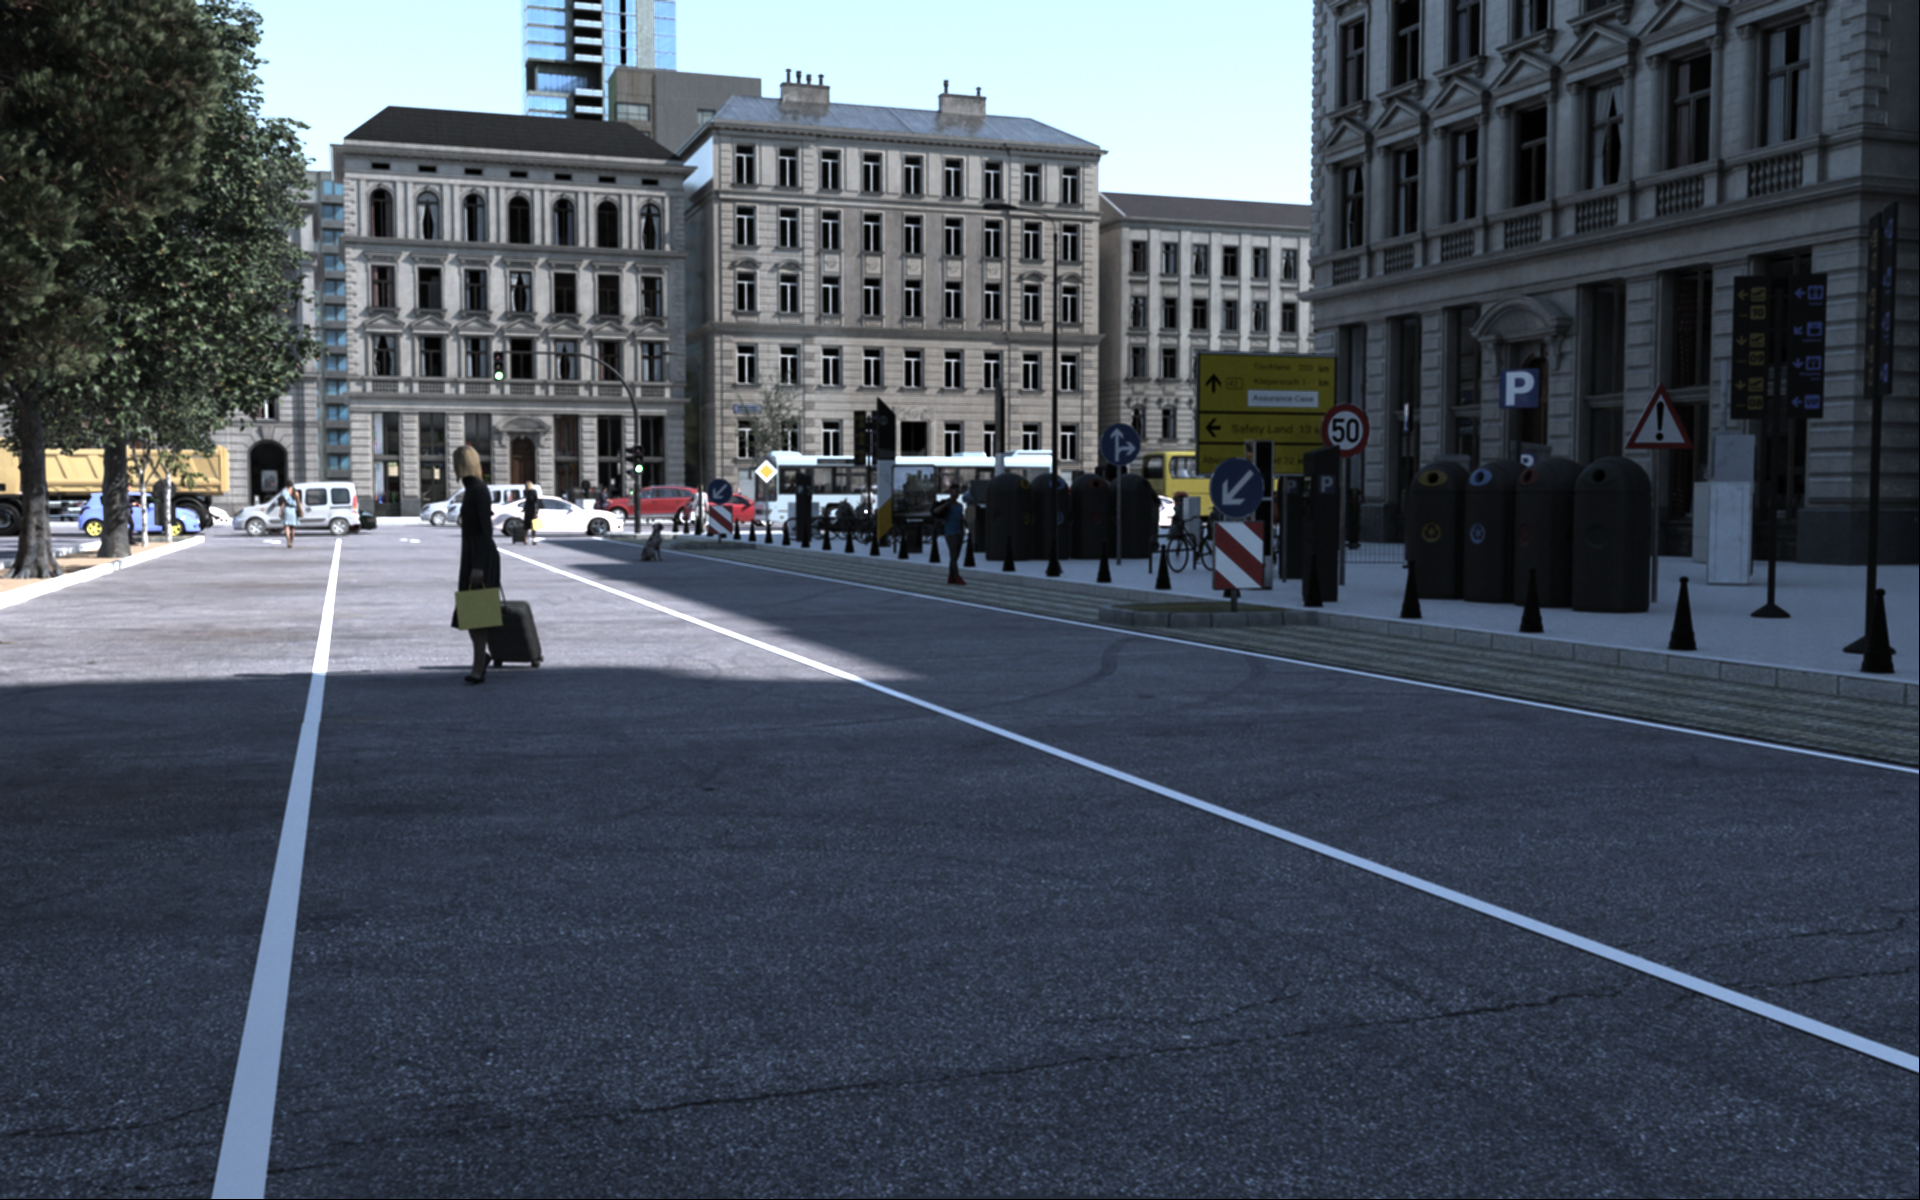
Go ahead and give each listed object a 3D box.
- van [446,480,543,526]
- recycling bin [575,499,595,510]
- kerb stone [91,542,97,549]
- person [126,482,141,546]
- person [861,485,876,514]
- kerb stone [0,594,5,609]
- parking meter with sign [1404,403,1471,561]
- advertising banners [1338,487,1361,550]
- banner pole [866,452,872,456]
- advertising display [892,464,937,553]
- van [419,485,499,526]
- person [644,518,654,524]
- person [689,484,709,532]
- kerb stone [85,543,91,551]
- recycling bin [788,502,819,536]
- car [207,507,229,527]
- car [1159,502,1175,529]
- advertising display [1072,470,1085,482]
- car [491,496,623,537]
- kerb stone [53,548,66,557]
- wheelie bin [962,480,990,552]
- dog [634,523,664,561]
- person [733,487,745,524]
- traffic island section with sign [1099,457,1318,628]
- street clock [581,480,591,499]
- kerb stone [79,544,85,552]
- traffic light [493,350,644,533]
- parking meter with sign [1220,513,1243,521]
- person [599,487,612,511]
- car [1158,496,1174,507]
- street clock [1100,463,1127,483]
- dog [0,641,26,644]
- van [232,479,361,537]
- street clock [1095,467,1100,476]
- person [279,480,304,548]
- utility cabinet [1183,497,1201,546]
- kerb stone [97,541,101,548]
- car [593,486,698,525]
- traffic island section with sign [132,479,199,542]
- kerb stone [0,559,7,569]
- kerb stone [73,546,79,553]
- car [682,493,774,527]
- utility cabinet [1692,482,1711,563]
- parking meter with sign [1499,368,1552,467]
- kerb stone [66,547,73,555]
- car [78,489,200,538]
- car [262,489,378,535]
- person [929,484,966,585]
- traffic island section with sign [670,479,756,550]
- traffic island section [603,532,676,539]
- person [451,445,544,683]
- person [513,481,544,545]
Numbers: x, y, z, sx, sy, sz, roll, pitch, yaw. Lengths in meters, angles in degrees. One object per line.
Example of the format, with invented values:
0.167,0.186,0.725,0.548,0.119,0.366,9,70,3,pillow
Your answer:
-20.050,-4.144,74.758,4.112,2.044,2.013,-1,4,-19,van
-18.201,-4.380,84.168,0.722,1.027,0.722,3,5,43,recycling bin
-22.382,-1.365,44.518,0.120,0.150,1.000,-1,4,-19,kerb stone
-22.958,-2.387,47.969,0.568,1.767,0.683,-1,4,-9,person
-3.584,-3.646,68.317,0.606,1.804,0.583,-3,4,-36,person
-12.153,0.016,21.941,0.120,0.150,1.000,-1,4,-19,kerb stone
9.438,-2.263,33.258,1.738,3.016,0.543,0,4,6,parking meter with sign
8.731,-2.659,39.667,0.090,3.025,2.074,3,4,37,advertising banners
-4.645,-6.195,91.311,0.863,3.779,0.401,2,4,28,banner pole
-0.997,-1.983,37.637,0.974,1.923,0.123,0,4,2,advertising display
-22.463,-4.393,78.833,4.112,2.044,2.013,-1,4,-21,van
-14.757,-4.490,82.637,0.841,1.734,0.376,1,4,17,person
-9.041,-3.137,60.143,0.694,1.780,0.624,-1,4,-14,person
-22.041,-1.303,43.539,0.120,0.150,1.000,-1,4,-19,kerb stone
-4.840,-2.512,53.623,0.722,1.027,0.722,3,5,42,recycling bin
-34.172,-3.817,74.762,4.827,1.381,2.083,-1,4,-18,car
7.413,-3.558,70.533,4.827,1.381,2.083,-1,4,-20,car
3.233,-2.582,47.423,0.123,1.923,0.974,-1,4,-10,advertising display
-13.983,-2.872,59.326,4.827,1.381,2.083,-1,4,-20,car
-20.666,-1.068,39.661,0.120,0.150,1.000,-1,4,-19,kerb stone
0.491,-1.859,38.309,0.980,1.594,0.693,-1,4,-21,wheelie bin
-6.733,-1.245,37.196,0.800,0.831,0.513,-1,4,-17,dog
-10.704,-4.564,83.521,0.661,1.777,0.834,3,5,42,person
2.642,-0.660,19.413,1.989,1.847,2.006,-1,4,-19,traffic island section with sign
-19.821,-5.334,91.777,0.471,2.002,0.358,2,4,29,street clock
-21.698,-1.245,42.569,0.120,0.150,1.000,-1,4,-19,kerb stone
-12.488,-4.947,55.554,4.771,5.953,1.251,-1,4,-19,traffic light
5.168,-2.167,31.694,0.543,3.016,1.738,-1,4,-18,parking meter with sign
-15.946,-4.216,77.875,0.568,1.767,0.683,-1,4,-18,person
8.245,-4.051,78.590,4.827,1.381,2.083,-1,4,-18,car
3.362,-2.012,37.458,0.471,2.002,0.358,-1,4,-8,street clock
-9.302,0.026,16.408,0.800,0.831,0.513,-2,4,-25,dog
-22.708,-3.197,59.281,4.112,2.044,2.013,-1,4,-20,van
3.690,-2.521,45.795,0.358,2.002,0.471,1,4,9,street clock
-17.826,-2.299,46.184,0.616,1.811,0.778,-2,4,-24,person
5.817,-1.983,43.586,0.306,1.237,1.020,0,4,-1,utility cabinet
-22.725,-1.421,45.485,0.120,0.150,1.000,-1,4,-19,kerb stone
-14.345,-4.379,80.267,5.304,1.827,2.281,-1,4,-19,car
-23.947,-2.684,52.023,2.006,1.907,1.989,-1,4,-19,traffic island section with sign
-18.598,-0.711,33.841,0.120,0.150,1.000,-1,4,-19,kerb stone
-21.353,-1.187,41.596,0.120,0.150,1.000,-1,4,-19,kerb stone
-9.985,-4.125,76.481,4.494,1.783,2.155,-1,4,-17,car
13.900,-1.415,31.807,0.318,1.500,1.173,0,4,-4,utility cabinet
8.233,-1.751,24.893,0.543,3.016,1.738,2,4,32,parking meter with sign
-21.010,-1.127,40.628,0.120,0.150,1.000,-1,4,-19,kerb stone
-27.442,-2.957,57.936,3.694,1.707,1.945,-1,4,-20,car
-23.212,-3.218,62.399,4.222,1.686,2.009,-1,4,-20,car
-0.123,-1.038,27.347,0.662,1.594,0.647,2,4,32,person
-6.532,-2.242,45.287,1.989,1.847,2.006,-1,4,-19,traffic island section with sign
-10.505,-2.094,56.514,2.009,0.180,2.903,-1,4,-19,traffic island section
-3.656,-0.300,13.616,0.699,1.804,1.509,1,4,11,person
-12.305,-2.483,49.310,0.699,1.804,1.509,-1,4,-22,person
